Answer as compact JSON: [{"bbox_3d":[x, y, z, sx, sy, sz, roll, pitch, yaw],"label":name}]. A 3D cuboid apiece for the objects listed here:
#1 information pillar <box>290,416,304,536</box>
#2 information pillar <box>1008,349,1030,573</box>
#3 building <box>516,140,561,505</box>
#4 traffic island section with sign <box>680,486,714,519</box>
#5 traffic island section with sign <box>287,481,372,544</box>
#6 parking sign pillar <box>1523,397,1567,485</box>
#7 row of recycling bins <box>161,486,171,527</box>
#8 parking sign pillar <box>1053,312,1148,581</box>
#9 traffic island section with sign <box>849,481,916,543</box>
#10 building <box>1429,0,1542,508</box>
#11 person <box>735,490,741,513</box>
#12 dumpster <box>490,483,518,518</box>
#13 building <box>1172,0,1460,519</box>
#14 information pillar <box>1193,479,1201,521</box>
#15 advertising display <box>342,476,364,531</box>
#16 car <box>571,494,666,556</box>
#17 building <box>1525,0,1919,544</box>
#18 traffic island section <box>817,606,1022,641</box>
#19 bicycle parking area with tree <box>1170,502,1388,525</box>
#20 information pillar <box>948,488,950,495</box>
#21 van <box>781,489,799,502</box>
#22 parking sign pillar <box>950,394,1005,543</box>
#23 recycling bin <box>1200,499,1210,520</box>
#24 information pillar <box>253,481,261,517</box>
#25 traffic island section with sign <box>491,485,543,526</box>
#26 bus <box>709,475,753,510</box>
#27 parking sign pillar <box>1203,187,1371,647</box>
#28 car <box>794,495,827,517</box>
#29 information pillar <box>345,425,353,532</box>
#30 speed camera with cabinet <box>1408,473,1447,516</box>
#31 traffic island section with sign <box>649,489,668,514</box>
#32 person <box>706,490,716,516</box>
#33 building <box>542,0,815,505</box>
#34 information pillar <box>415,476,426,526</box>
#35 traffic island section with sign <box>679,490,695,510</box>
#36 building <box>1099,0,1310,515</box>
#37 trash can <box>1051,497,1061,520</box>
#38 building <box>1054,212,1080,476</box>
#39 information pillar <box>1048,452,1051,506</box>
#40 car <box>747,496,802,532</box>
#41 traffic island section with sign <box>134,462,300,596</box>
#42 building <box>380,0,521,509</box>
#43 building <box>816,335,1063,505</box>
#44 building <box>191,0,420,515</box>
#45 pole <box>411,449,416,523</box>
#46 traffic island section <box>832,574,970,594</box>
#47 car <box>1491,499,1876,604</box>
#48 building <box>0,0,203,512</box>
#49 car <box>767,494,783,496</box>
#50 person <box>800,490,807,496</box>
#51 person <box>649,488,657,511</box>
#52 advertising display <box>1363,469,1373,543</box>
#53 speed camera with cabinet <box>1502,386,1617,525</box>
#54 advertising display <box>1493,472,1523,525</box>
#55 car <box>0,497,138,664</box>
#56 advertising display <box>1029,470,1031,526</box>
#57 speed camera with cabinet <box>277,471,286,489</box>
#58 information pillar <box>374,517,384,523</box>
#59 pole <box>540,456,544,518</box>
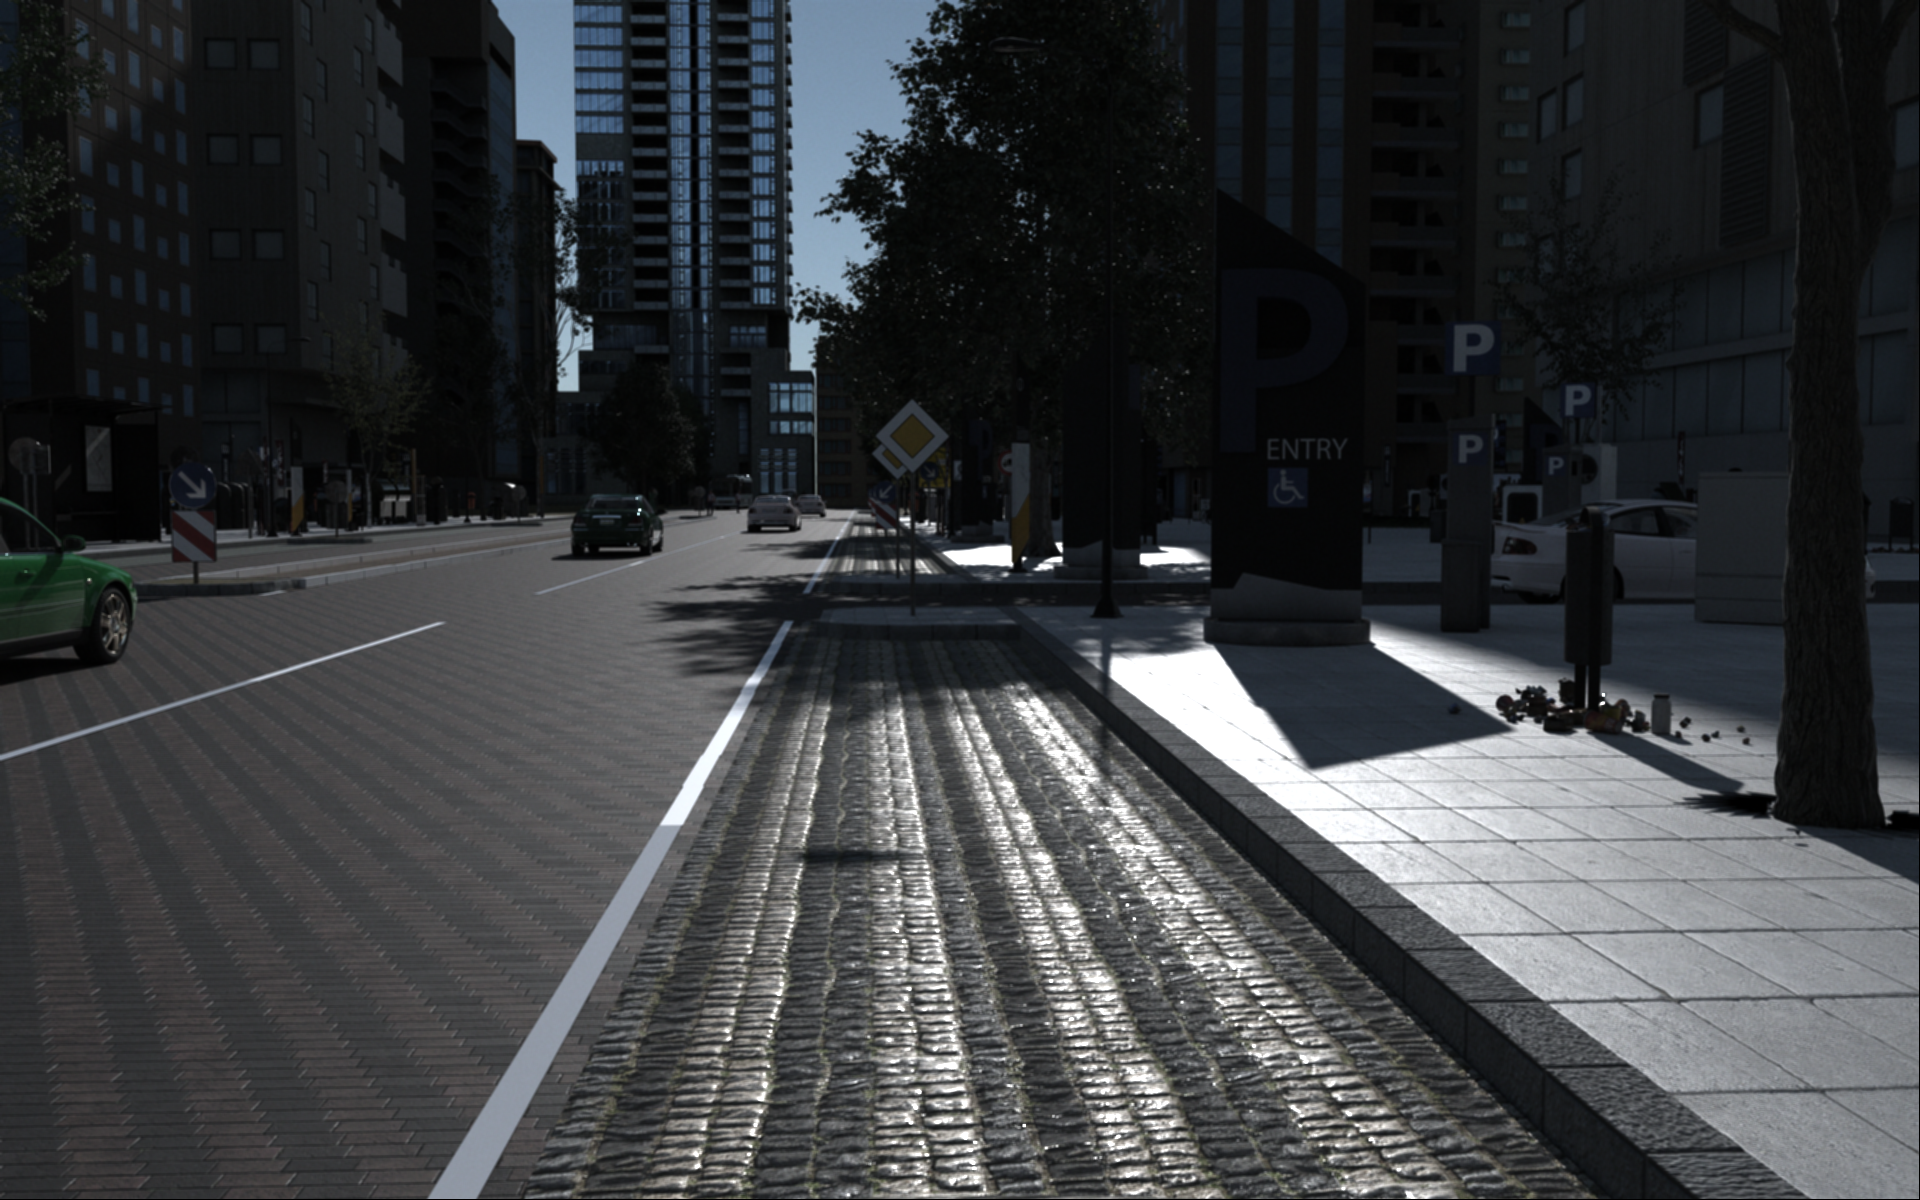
[{"bbox_3d":[-20.129,-3.743,52.551,0.183,3.616,0.504,1,4,13],"label":"information pillar"},{"bbox_3d":[0.983,-2.257,28.249,0.183,3.616,0.504,2,4,30],"label":"information pillar"},{"bbox_3d":[-63.210,-33.789,207.068,28.867,44.769,22.147,0,4,-3],"label":"building"},{"bbox_3d":[-15.153,-5.641,100.371,2.006,1.907,1.989,0,4,-3],"label":"traffic island section with sign"},{"bbox_3d":[-18.202,-2.545,50.245,1.989,1.847,2.006,0,4,-3],"label":"traffic island section with sign"},{"bbox_3d":[16.337,-3.658,48.283,1.447,3.967,1.447,-2,4,-24],"label":"parking sign pillar"},{"bbox_3d":[-30.811,-3.638,66.600,3.534,1.692,1.069,-2,4,-30],"label":"row of recycling bins"},{"bbox_3d":[2.146,-2.313,26.287,1.447,3.967,1.447,-3,5,-39],"label":"parking sign pillar"},{"bbox_3d":[-2.324,-2.628,51.601,1.989,1.847,2.006,0,4,-3],"label":"traffic island section with sign"},{"bbox_3d":[52.990,-32.518,155.377,21.600,48.544,21.300,0,4,-3],"label":"building"},{"bbox_3d":[-16.578,-7.370,129.930,0.436,1.711,0.756,2,4,26],"label":"person"},{"bbox_3d":[-24.284,-5.306,92.507,1.264,1.857,1.865,0,4,-3],"label":"dumpster"},{"bbox_3d":[17.941,-27.197,94.783,14.600,45.320,14.200,0,4,-3],"label":"building"},{"bbox_3d":[11.264,-4.767,82.436,0.304,2.012,0.304,2,4,27],"label":"information pillar"},{"bbox_3d":[-21.184,-3.381,60.486,0.974,1.923,0.123,2,4,31],"label":"advertising display"},{"bbox_3d":[-8.198,-1.822,41.595,2.131,1.459,4.920,0,4,-5],"label":"car"},{"bbox_3d":[35.879,-28.453,54.440,27.495,52.752,28.713,0,4,-3],"label":"building"},{"bbox_3d":[-0.477,0.245,18.273,2.009,0.180,2.903,0,4,-3],"label":"traffic island section"},{"bbox_3d":[13.479,-5.283,73.384,8.231,4.147,9.016,0,4,-6],"label":"bicycle parking area with tree"},{"bbox_3d":[-0.370,-5.518,81.575,0.504,3.616,0.183,1,4,10],"label":"information pillar"},{"bbox_3d":[-15.573,-9.264,158.485,2.013,2.044,4.112,0,4,-3],"label":"van"},{"bbox_3d":[0.463,-3.504,45.756,1.447,3.967,1.447,1,4,21],"label":"parking sign pillar"},{"bbox_3d":[11.960,-4.472,85.678,0.722,1.027,0.722,1,4,11],"label":"recycling bin"},{"bbox_3d":[-38.689,-5.556,95.327,0.304,2.012,0.304,1,4,19],"label":"information pillar"},{"bbox_3d":[-19.695,-4.192,77.159,1.989,1.847,2.006,0,4,-3],"label":"traffic island section with sign"},{"bbox_3d":[-21.485,-10.303,163.308,2.948,3.499,13.247,0,4,-1],"label":"bus"},{"bbox_3d":[2.867,-1.630,15.116,1.447,3.967,1.447,1,4,12],"label":"parking sign pillar"},{"bbox_3d":[-9.320,-5.837,107.802,2.083,1.381,4.827,0,4,-3],"label":"car"},{"bbox_3d":[-20.728,-4.122,58.746,0.183,3.616,0.504,-2,4,-28],"label":"information pillar"},{"bbox_3d":[20.932,-5.034,76.637,2.038,3.252,0.660,2,4,26],"label":"speed camera with cabinet"},{"bbox_3d":[-22.466,-7.238,126.973,1.989,1.847,2.006,0,4,-3],"label":"traffic island section with sign"},{"bbox_3d":[-16.595,-6.464,115.121,0.436,1.711,0.756,-3,5,-42],"label":"person"},{"bbox_3d":[-33.122,-54.672,206.562,31.000,86.520,22.319,0,4,-3],"label":"building"},{"bbox_3d":[-21.402,-3.930,68.740,0.304,2.012,0.304,0,4,-1],"label":"information pillar"},{"bbox_3d":[-24.015,-8.943,154.849,1.989,1.847,2.006,0,4,-3],"label":"traffic island section with sign"},{"bbox_3d":[16.780,-29.306,129.264,14.600,45.320,14.200,0,4,-3],"label":"building"},{"bbox_3d":[4.590,-4.459,84.552,0.748,1.137,0.748,0,3,0],"label":"trash can"},{"bbox_3d":[25.504,-38.233,214.347,27.495,52.752,28.713,0,4,-3],"label":"building"},{"bbox_3d":[3.497,-4.910,71.635,0.504,3.616,0.183,1,4,18],"label":"information pillar"},{"bbox_3d":[-7.184,-3.351,67.143,2.083,1.381,4.827,0,4,-2],"label":"car"},{"bbox_3d":[-10.971,-1.053,25.349,2.006,1.907,1.989,0,4,-3],"label":"traffic island section with sign"},{"bbox_3d":[-47.770,-30.800,153.697,14.200,45.320,14.600,0,4,-3],"label":"building"},{"bbox_3d":[-2.807,-22.494,212.812,28.899,21.520,27.650,0,4,-3],"label":"building"},{"bbox_3d":[-52.275,-31.943,111.507,28.713,52.752,27.495,0,4,-3],"label":"building"},{"bbox_3d":[-24.521,-5.133,77.773,0.158,3.312,0.155,0,3,0],"label":"pole"},{"bbox_3d":[-0.920,-0.242,26.245,2.009,0.180,2.903,0,4,-3],"label":"traffic island section"},{"bbox_3d":[8.860,-0.566,21.610,4.827,1.381,2.083,0,4,-2],"label":"car"},{"bbox_3d":[-45.286,-26.298,80.083,14.600,45.320,14.200,0,4,-3],"label":"building"},{"bbox_3d":[-14.871,-7.800,139.332,2.131,1.459,4.920,0,4,-3],"label":"car"},{"bbox_3d":[-15.083,-9.695,167.044,1.348,1.821,0.705,1,4,23],"label":"person"},{"bbox_3d":[-17.462,-5.466,98.113,0.529,1.795,0.600,-3,4,-36],"label":"person"},{"bbox_3d":[10.222,-2.433,45.001,0.974,1.923,0.123,0,4,8],"label":"advertising display"},{"bbox_3d":[11.101,-2.312,32.139,0.660,3.252,2.038,-3,4,-38],"label":"speed camera with cabinet"},{"bbox_3d":[16.088,-2.808,51.120,0.974,1.923,0.123,2,4,28],"label":"advertising display"},{"bbox_3d":[-7.954,-0.269,13.196,1.959,1.807,4.718,0,4,-2],"label":"car"},{"bbox_3d":[1.886,-2.536,46.678,0.974,1.923,0.123,-3,4,-36],"label":"advertising display"},{"bbox_3d":[-26.924,-4.566,68.990,0.660,3.252,2.038,0,4,6],"label":"speed camera with cabinet"},{"bbox_3d":[-25.992,-4.464,77.473,0.304,2.012,0.304,1,4,21],"label":"information pillar"},{"bbox_3d":[-22.438,-6.060,92.916,0.158,3.312,0.155,0,3,0],"label":"pole"}]
